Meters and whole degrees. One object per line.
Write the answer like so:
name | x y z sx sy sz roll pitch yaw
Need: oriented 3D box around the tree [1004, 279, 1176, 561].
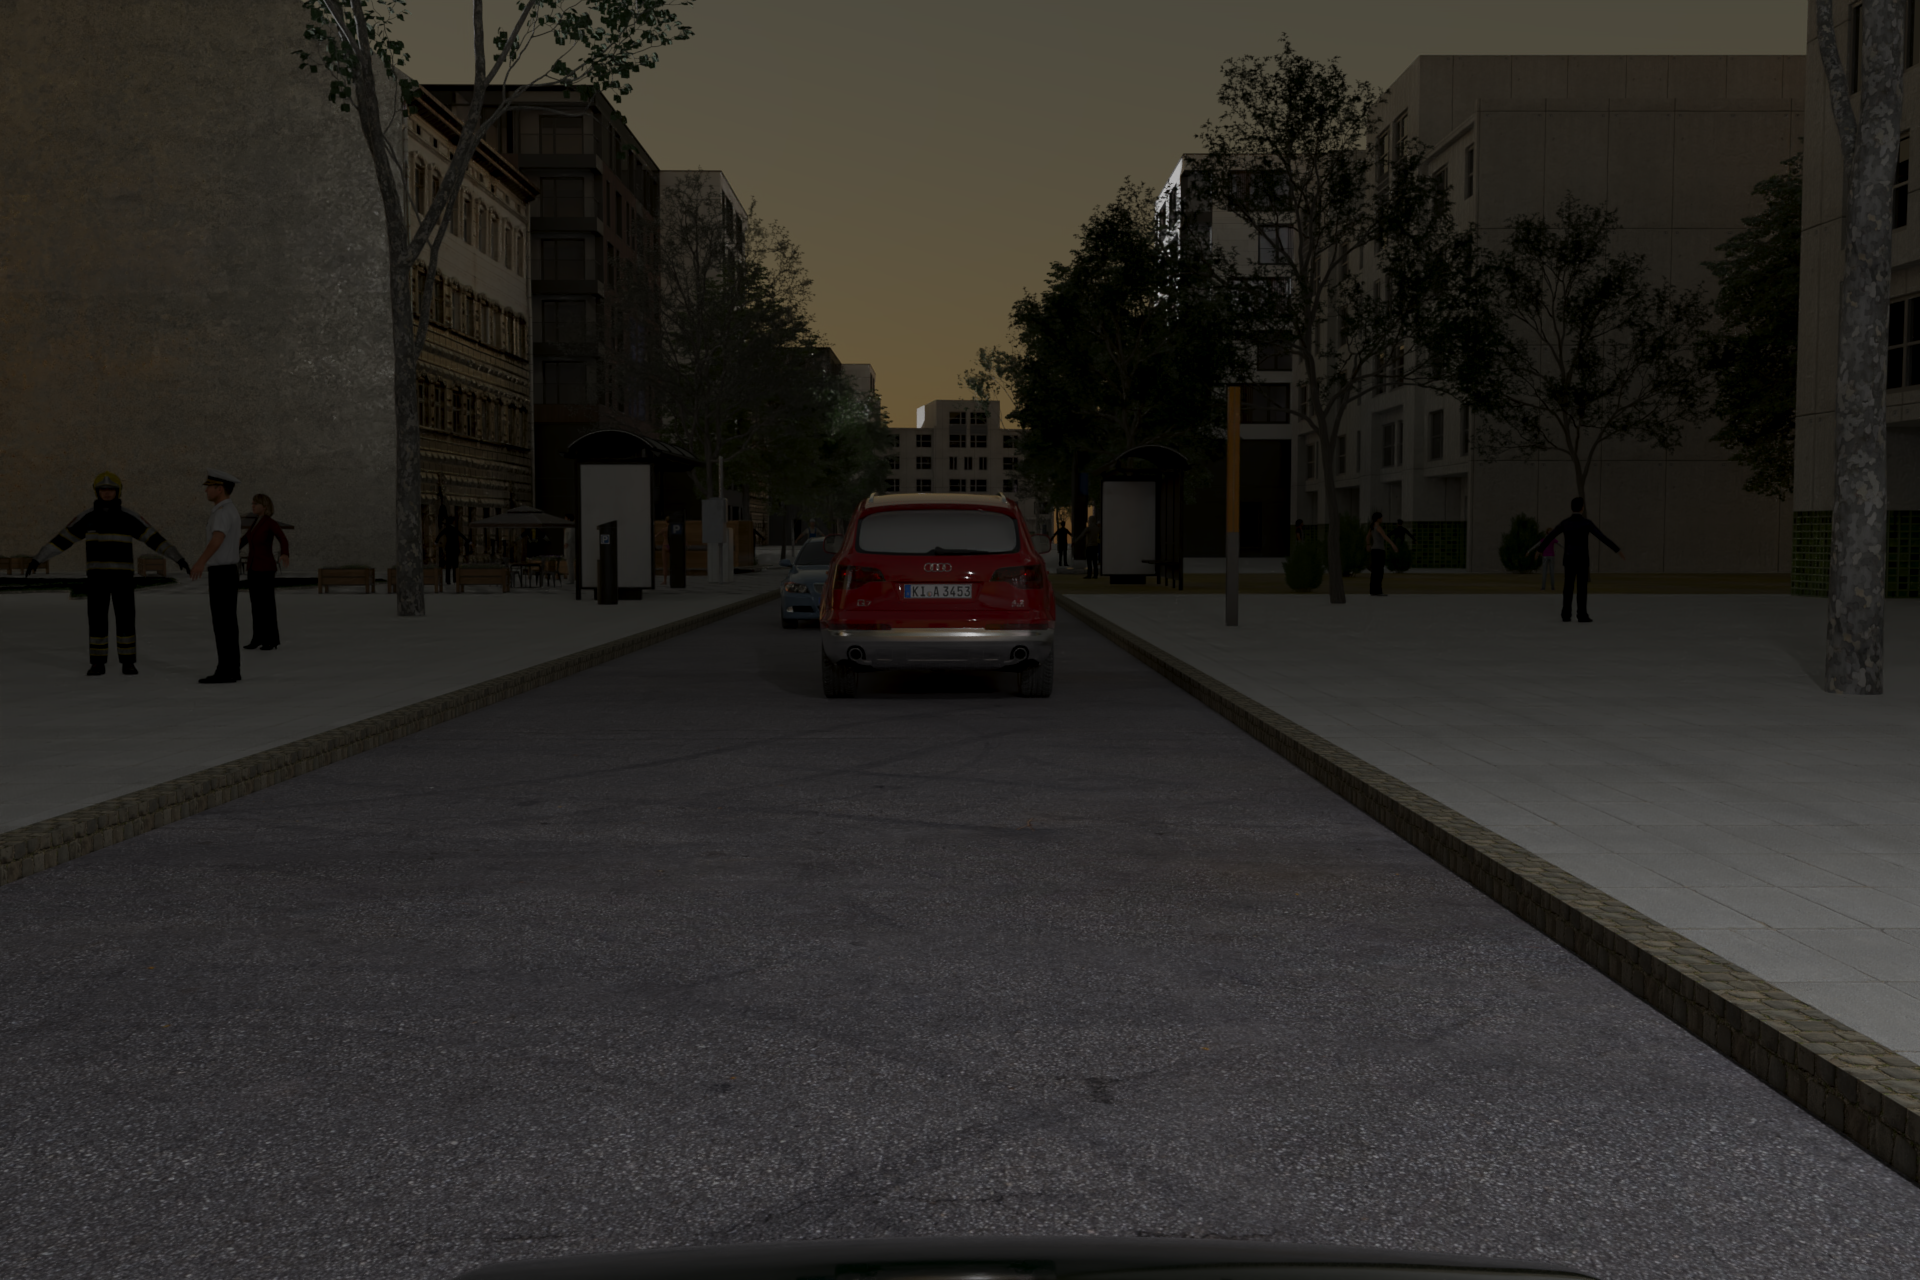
tree | 6.713 -10.784 82.981 9.857 13.997 8.962 0 3 0

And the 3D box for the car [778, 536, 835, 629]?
car | -1.853 -0.962 27.728 2.014 1.417 4.499 0 4 -1

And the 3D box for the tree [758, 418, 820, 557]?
tree | -9.309 -8.890 95.706 4.737 8.622 4.395 0 3 0

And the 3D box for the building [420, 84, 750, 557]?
building | -27.292 -15.370 95.280 27.936 21.610 32.646 0 4 -1

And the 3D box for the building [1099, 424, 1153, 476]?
building | 24.296 -21.172 177.090 19.493 23.208 18.063 0 3 0

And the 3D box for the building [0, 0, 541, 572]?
building | -28.036 -14.454 67.258 19.493 23.208 18.063 0 4 -1

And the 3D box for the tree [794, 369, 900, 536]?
tree | -9.207 -13.796 132.228 9.857 13.997 8.962 0 3 0

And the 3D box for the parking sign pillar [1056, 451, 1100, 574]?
parking sign pillar | 3.821 -4.105 55.595 1.447 3.967 1.447 0 4 0

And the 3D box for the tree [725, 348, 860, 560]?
tree | -8.480 -9.271 85.996 7.601 10.594 8.767 -1 4 -15

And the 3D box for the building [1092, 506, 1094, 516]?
building | 21.069 -15.956 203.032 9.099 9.664 28.070 0 4 0

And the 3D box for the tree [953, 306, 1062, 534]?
tree | 5.736 -17.348 139.531 12.611 20.169 13.585 0 3 0

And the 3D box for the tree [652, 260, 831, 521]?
tree | -9.354 -9.419 72.125 7.486 12.596 7.792 0 3 0

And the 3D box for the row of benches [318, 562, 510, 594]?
row of benches | -11.742 -1.355 37.621 4.104 0.672 1.422 0 4 -7

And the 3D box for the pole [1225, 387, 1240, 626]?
pole | 3.798 -1.851 24.112 0.158 3.312 0.155 0 3 0

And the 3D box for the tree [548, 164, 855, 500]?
tree | -8.624 -9.071 58.677 12.009 13.543 11.850 0 3 0

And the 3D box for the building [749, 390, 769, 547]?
building | -29.809 -21.087 175.699 19.493 23.208 18.063 0 4 0

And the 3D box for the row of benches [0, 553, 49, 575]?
row of benches | -30.136 -2.337 53.668 1.422 0.672 4.104 1 4 18

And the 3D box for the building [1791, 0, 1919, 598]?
building | 25.746 -9.384 19.889 16.747 18.905 31.486 0 3 0

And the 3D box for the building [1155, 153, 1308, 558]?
building | 25.933 -16.245 109.575 27.936 21.610 32.646 0 3 0

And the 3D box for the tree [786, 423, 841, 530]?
tree | -8.748 -9.246 101.539 4.737 8.622 4.395 0 3 0

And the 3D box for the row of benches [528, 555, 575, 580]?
row of benches | -10.835 -2.026 48.588 4.104 0.672 1.422 3 5 45

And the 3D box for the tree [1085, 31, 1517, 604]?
tree | 6.825 -5.970 32.017 8.767 10.594 7.601 -2 4 -32

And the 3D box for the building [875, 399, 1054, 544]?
building | -4.537 -22.337 234.129 31.486 18.905 16.747 -1 4 -10

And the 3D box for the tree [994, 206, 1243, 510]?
tree | 6.390 -9.844 67.607 9.857 13.997 8.962 0 3 0

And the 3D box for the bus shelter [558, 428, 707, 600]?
bus shelter | -6.682 -2.575 36.021 2.014 3.302 5.546 0 4 1

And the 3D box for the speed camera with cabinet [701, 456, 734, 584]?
speed camera with cabinet | -6.284 -3.091 44.880 0.660 3.252 2.038 0 4 -1

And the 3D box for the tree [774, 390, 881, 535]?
tree | -8.843 -11.720 117.376 9.928 11.665 9.643 0 3 0

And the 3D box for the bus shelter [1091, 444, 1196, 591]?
bus shelter | 4.336 -2.924 41.725 2.014 3.302 5.546 0 4 1

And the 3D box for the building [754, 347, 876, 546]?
building | -24.701 -22.113 205.520 27.936 21.610 32.646 0 3 0

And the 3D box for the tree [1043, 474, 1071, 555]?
tree | 5.967 -9.401 104.069 4.360 8.622 3.978 0 3 0

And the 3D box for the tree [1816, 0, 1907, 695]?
tree | 8.655 -9.609 12.997 12.611 20.169 13.585 0 3 0

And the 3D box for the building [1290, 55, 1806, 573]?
building | 25.323 -12.617 72.742 16.747 18.905 31.486 0 3 0

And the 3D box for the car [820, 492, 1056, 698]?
car | -0.217 -0.490 16.684 2.281 1.827 5.304 0 4 -1

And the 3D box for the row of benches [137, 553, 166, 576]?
row of benches | -25.132 -2.346 53.822 1.422 0.672 4.104 -2 4 -27
